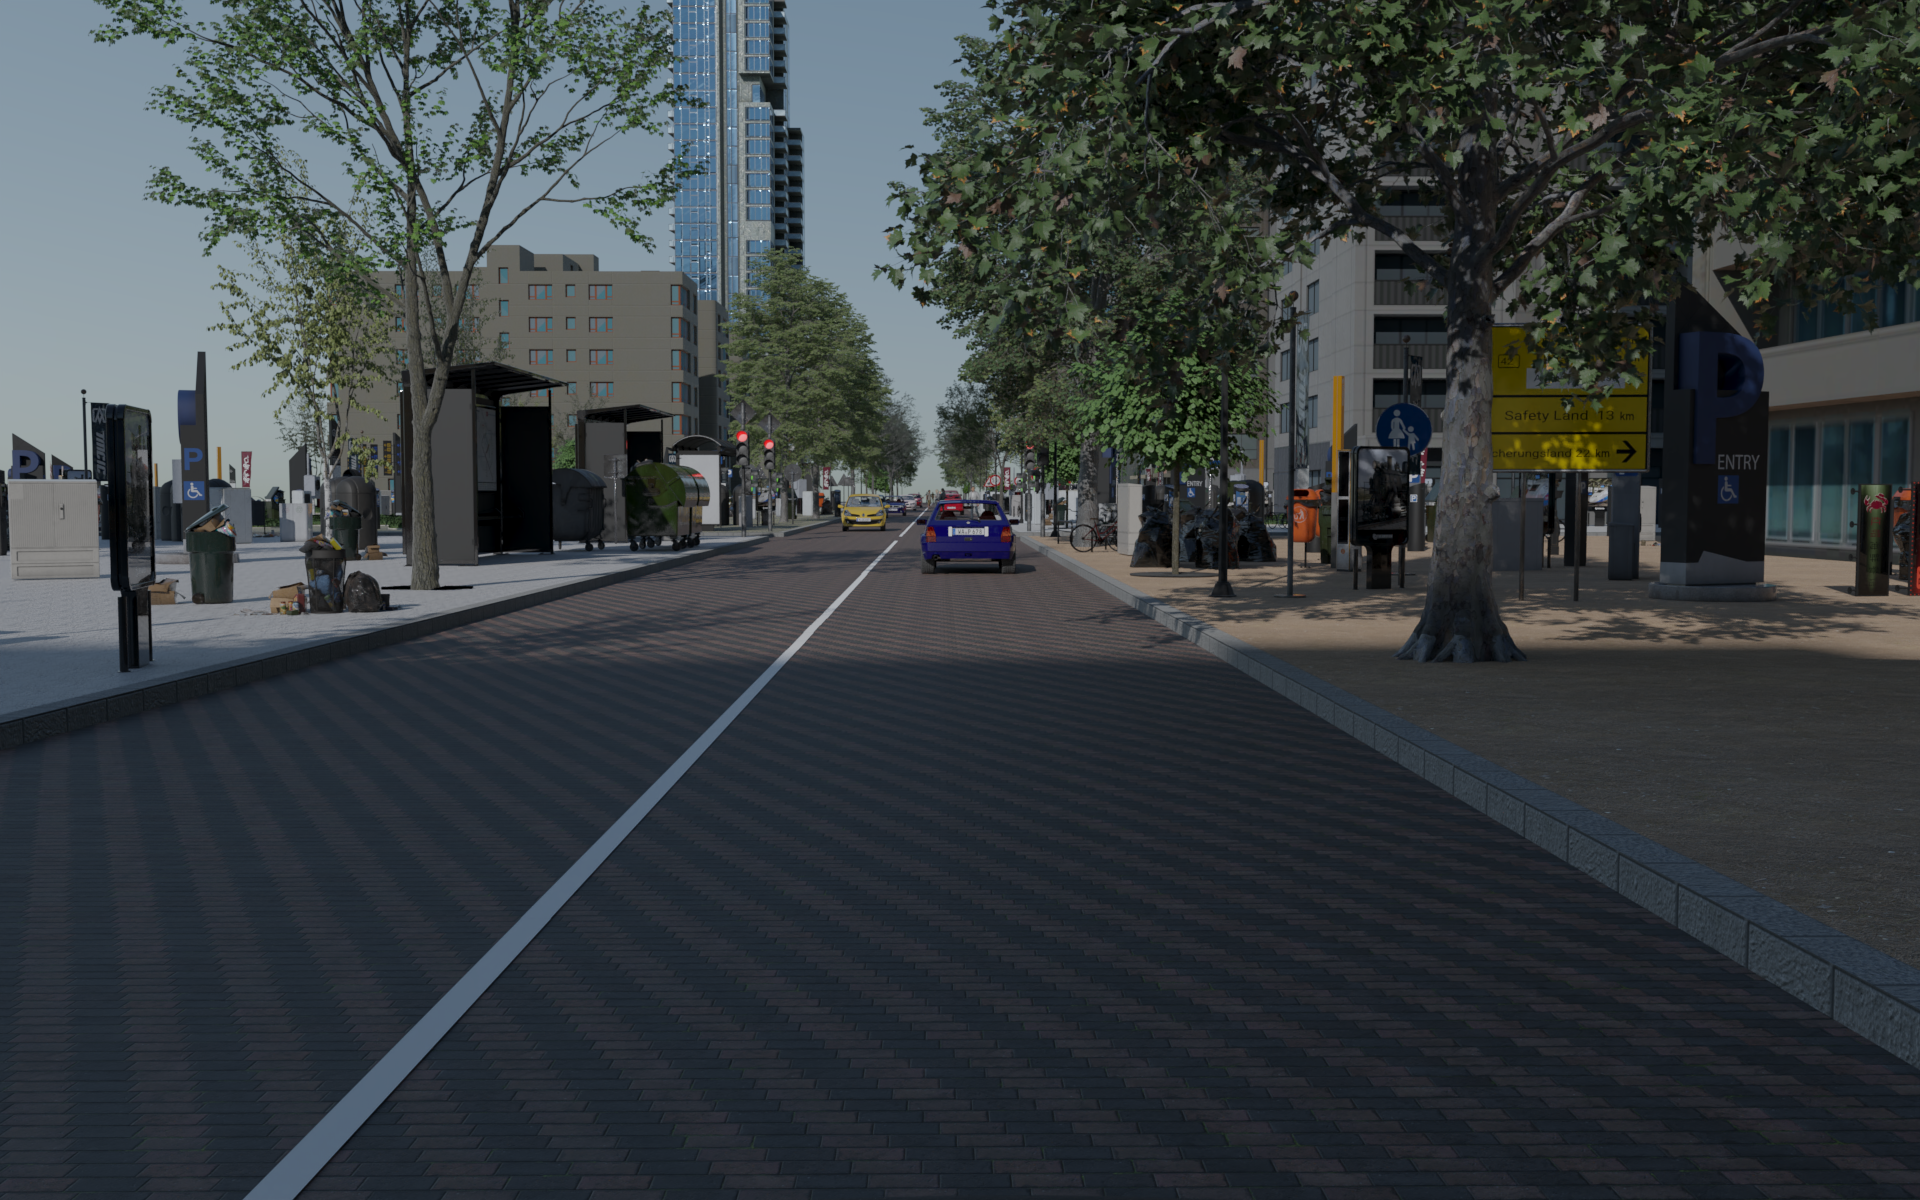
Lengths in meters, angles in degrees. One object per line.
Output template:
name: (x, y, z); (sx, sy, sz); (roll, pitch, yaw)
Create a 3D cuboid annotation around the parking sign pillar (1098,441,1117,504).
parking sign pillar: (5.114, -4.388, 60.218); (1.447, 3.967, 1.447); (1, 4, 16)

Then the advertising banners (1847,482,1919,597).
advertising banners: (12.144, -1.563, 21.743); (2.074, 3.025, 0.090); (-1, 4, -10)

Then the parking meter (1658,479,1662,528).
parking meter: (26.752, -3.671, 65.729); (0.255, 1.863, 0.399); (-2, 4, -33)

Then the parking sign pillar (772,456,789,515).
parking sign pillar: (-11.271, -7.371, 108.989); (1.447, 3.967, 1.447); (2, 4, 29)

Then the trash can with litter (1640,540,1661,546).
trash can with litter: (17.600, -1.940, 42.775); (2.233, 1.210, 1.678); (2, 4, 24)

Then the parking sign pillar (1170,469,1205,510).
parking sign pillar: (8.455, -4.635, 64.249); (1.447, 3.967, 1.447); (-2, 4, -29)

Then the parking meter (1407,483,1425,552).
parking meter: (10.218, -1.858, 38.789); (0.372, 1.533, 0.369); (0, 3, 0)

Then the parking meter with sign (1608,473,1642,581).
parking meter with sign: (10.126, -1.842, 26.376); (0.543, 3.016, 1.738); (1, 4, 21)

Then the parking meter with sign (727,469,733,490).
parking meter with sign: (-16.607, -7.680, 121.836); (0.543, 3.016, 1.738); (1, 4, 18)

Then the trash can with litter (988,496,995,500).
trash can with litter: (2.245, -6.009, 109.638); (1.055, 1.170, 0.624); (3, 5, 43)

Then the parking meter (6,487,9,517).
parking meter: (-27.726, -2.570, 50.427); (0.372, 1.533, 0.369); (0, 3, 0)

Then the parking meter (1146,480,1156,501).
parking meter: (8.133, -4.164, 73.791); (0.399, 1.863, 0.255); (-2, 4, -25)

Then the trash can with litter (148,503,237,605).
trash can with litter: (-8.987, -0.538, 20.186); (1.055, 1.170, 0.624); (-1, 4, -21)

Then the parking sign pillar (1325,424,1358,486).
parking sign pillar: (14.528, -4.744, 66.030); (1.447, 3.967, 1.447); (-2, 4, -35)

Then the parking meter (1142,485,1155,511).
parking meter: (5.299, -2.469, 48.783); (0.372, 1.533, 0.369); (0, 3, 0)

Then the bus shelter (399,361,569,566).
bus shelter: (-9.121, -2.598, 33.757); (1.731, 3.624, 6.357); (0, 4, -1)

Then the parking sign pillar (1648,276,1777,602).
parking sign pillar: (9.220, -1.997, 21.123); (1.447, 3.967, 1.447); (-2, 4, -24)

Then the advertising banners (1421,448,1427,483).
advertising banners: (11.018, -2.955, 44.499); (2.074, 3.025, 0.090); (1, 4, 13)

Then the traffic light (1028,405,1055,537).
traffic light: (2.448, -3.829, 51.519); (0.839, 4.253, 0.868); (0, 4, -1)

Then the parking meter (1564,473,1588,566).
parking meter: (10.958, -1.534, 30.795); (0.399, 1.863, 0.255); (-3, 5, -40)

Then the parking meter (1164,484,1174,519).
parking meter: (5.361, -2.170, 43.885); (0.372, 1.533, 0.369); (0, 3, 0)

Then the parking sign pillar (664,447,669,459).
parking sign pillar: (-16.770, -6.795, 99.571); (1.447, 3.967, 1.447); (-1, 4, -18)

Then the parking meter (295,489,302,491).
parking meter: (-34.959, -5.083, 91.516); (0.372, 1.533, 0.369); (0, 3, 0)

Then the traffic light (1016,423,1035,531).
traffic light: (2.361, -4.317, 59.504); (0.839, 4.253, 0.868); (0, 4, -1)

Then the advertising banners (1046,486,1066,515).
advertising banners: (5.883, -6.748, 106.515); (2.074, 3.025, 0.090); (2, 4, 34)

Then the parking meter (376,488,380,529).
parking meter: (-21.414, -3.361, 63.355); (0.372, 1.533, 0.369); (0, 3, 0)

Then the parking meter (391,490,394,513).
parking meter: (-30.837, -5.266, 94.511); (0.372, 1.533, 0.369); (0, 3, 0)

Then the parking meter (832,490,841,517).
parking meter: (-6.886, -5.449, 97.495); (0.372, 1.533, 0.369); (0, 3, 0)

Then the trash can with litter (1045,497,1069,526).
trash can with litter: (3.850, -3.618, 70.547); (1.055, 1.170, 0.624); (-1, 4, -22)

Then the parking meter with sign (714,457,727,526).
parking meter with sign: (-10.125, -4.430, 68.695); (0.543, 3.016, 1.738); (2, 4, 30)

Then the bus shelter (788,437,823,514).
bus shelter: (-10.694, -8.589, 118.065); (2.179, 5.291, 8.768); (0, 4, -1)

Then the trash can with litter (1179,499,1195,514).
trash can with litter: (11.014, -4.515, 85.208); (0.624, 1.170, 1.055); (3, 5, 40)

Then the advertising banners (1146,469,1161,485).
advertising banners: (13.872, -7.797, 123.675); (0.090, 3.025, 2.074); (-2, 4, -24)

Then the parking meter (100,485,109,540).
parking meter: (-23.973, -2.466, 48.732); (0.372, 1.533, 0.369); (0, 3, 0)

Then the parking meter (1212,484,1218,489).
parking meter: (14.800, -5.804, 100.612); (0.399, 1.863, 0.255); (1, 4, 23)

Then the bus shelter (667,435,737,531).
bus shelter: (-9.023, -4.161, 61.949); (2.014, 3.302, 5.546); (0, 4, -1)

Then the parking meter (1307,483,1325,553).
parking meter: (7.791, -1.805, 37.929); (0.372, 1.533, 0.369); (0, 3, 0)

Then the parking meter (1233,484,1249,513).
parking meter: (6.841, -2.064, 42.161); (0.372, 1.533, 0.369); (0, 3, 0)

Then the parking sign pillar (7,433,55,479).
parking sign pillar: (-41.240, -5.396, 76.697); (1.447, 3.967, 1.447); (-1, 4, -11)

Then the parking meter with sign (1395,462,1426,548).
parking meter with sign: (10.786, -2.782, 41.751); (0.543, 3.016, 1.738); (0, 4, -5)

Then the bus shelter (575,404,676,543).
bus shelter: (-9.254, -3.490, 48.341); (1.731, 3.624, 6.357); (0, 4, -1)

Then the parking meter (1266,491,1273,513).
parking meter: (18.025, -5.651, 100.798); (0.372, 1.533, 0.369); (0, 3, 0)

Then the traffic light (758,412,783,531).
traffic light: (-6.500, -4.310, 59.391); (0.839, 4.253, 0.868); (0, 4, -1)

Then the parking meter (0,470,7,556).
parking meter: (-20.043, -1.852, 35.985); (0.399, 1.863, 0.255); (0, 4, -3)

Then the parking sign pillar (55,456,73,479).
parking sign pillar: (-60.656, -7.871, 117.158); (1.447, 3.967, 1.447); (-2, 4, -35)

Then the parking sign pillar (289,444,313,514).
parking sign pillar: (-35.507, -6.409, 93.257); (1.447, 3.967, 1.447); (2, 4, 29)

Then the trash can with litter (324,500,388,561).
trash can with litter: (-11.685, -1.353, 33.517); (0.624, 1.170, 1.055); (3, 5, 43)

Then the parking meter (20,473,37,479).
parking meter: (-25.568, -2.562, 47.596); (0.255, 1.863, 0.399); (2, 4, 26)

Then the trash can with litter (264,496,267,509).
trash can with litter: (-40.096, -5.488, 101.111); (1.055, 1.170, 0.624); (1, 4, 23)

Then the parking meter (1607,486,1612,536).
parking meter: (19.822, -2.697, 52.508); (0.372, 1.533, 0.369); (0, 3, 0)

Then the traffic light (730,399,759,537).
traffic light: (-6.412, -3.822, 51.406); (0.839, 4.253, 0.868); (0, 4, -1)

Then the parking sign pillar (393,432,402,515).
parking sign pillar: (-24.347, -5.376, 76.371); (1.447, 3.967, 1.447); (2, 4, 26)

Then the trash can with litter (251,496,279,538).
trash can with litter: (-21.269, -2.467, 51.393); (2.233, 1.210, 1.678); (0, 4, -5)

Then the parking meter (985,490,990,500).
parking meter: (1.848, -6.648, 117.109); (0.372, 1.533, 0.369); (0, 3, 0)

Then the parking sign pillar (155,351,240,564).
parking sign pillar: (-14.207, -2.672, 32.161); (1.447, 3.967, 1.447); (-1, 4, -21)

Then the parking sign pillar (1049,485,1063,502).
parking sign pillar: (6.338, -7.693, 114.253); (1.447, 3.967, 1.447); (-1, 4, -16)
